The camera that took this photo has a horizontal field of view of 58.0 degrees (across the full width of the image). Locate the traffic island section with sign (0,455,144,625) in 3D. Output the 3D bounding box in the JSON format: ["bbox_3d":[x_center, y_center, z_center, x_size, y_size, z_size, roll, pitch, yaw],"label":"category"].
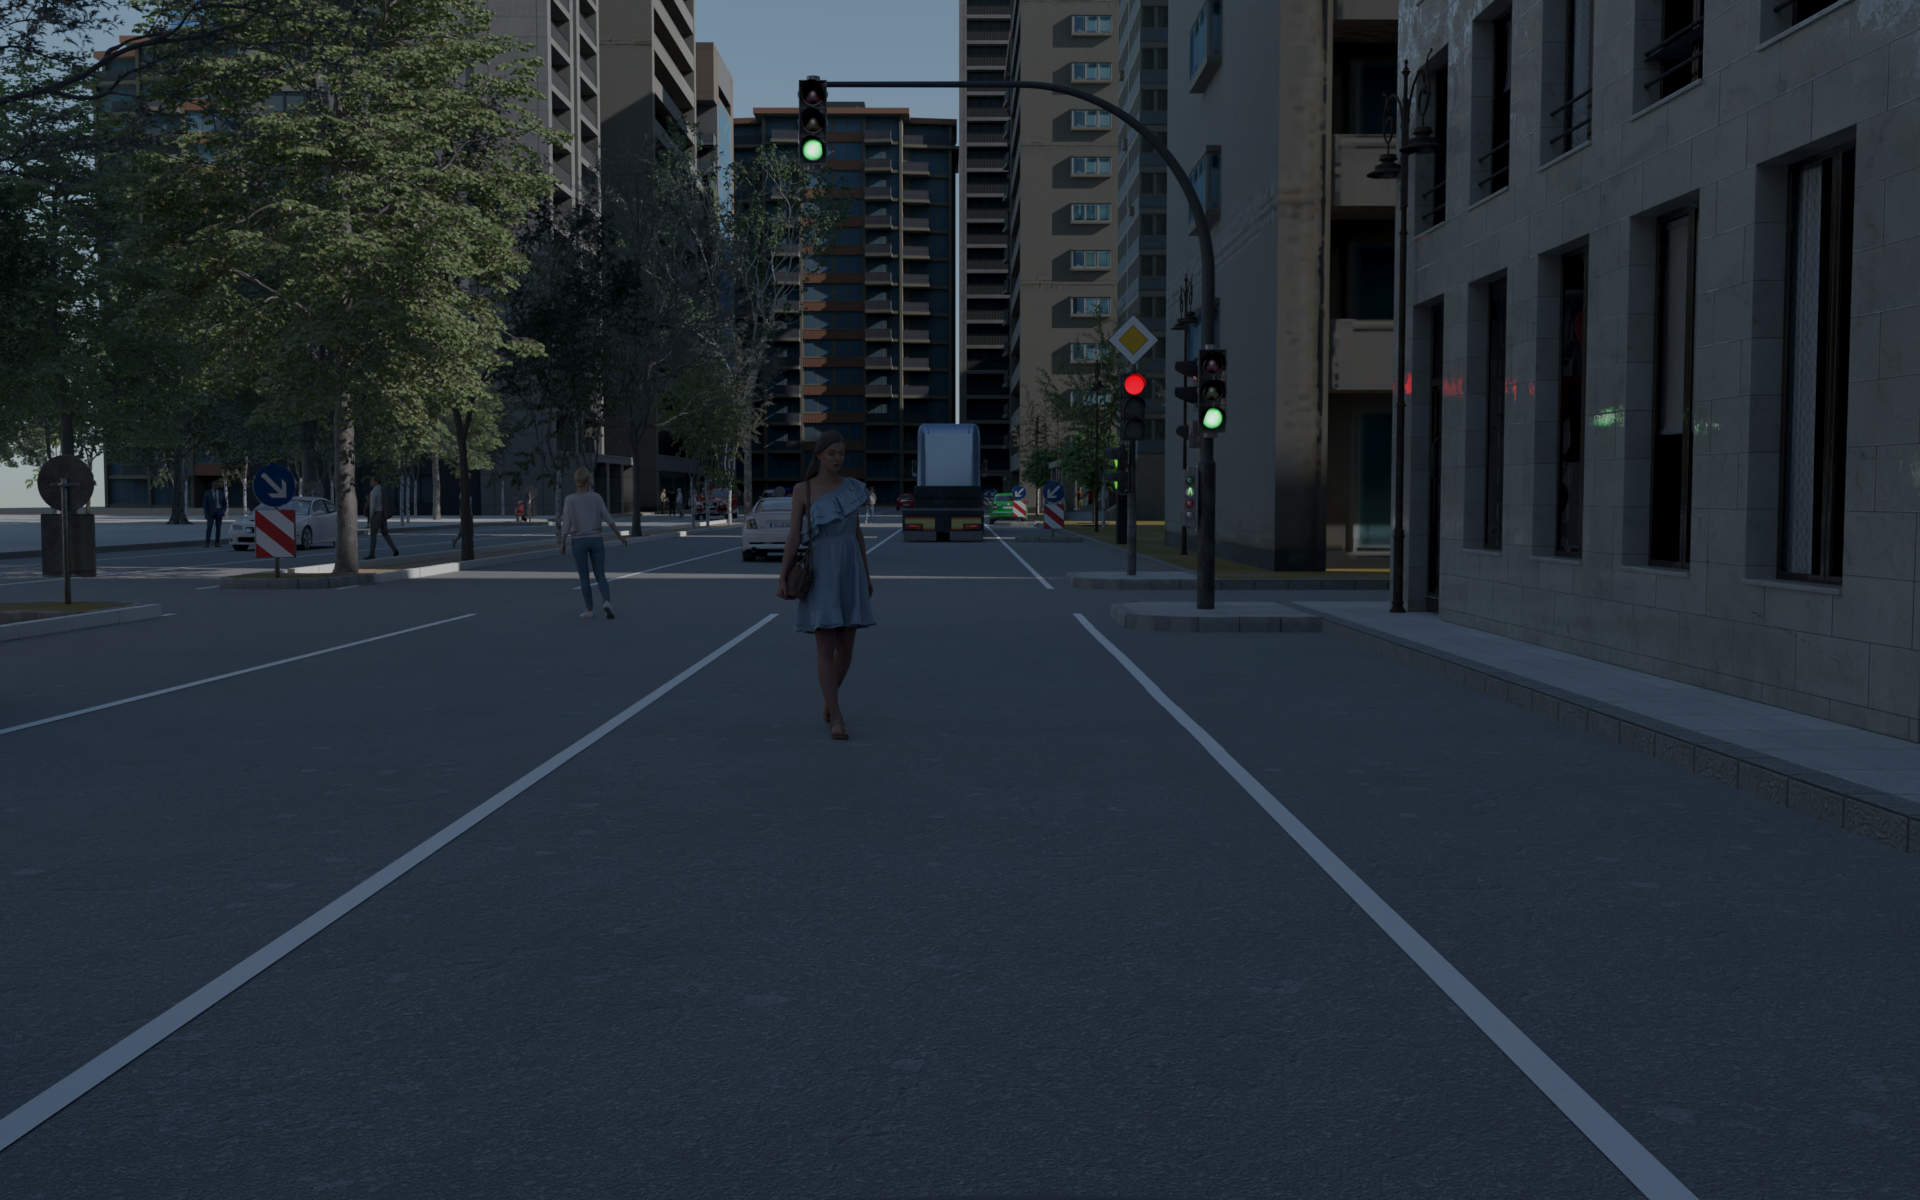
[{"bbox_3d":[-10.406,-0.700,19.579,2.006,1.907,1.989,0,4,0],"label":"traffic island section with sign"}]

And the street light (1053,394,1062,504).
[{"bbox_3d":[4.543,-6.569,80.193,0.468,5.910,1.993,0,4,0],"label":"street light"}]

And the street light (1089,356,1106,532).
[{"bbox_3d":[4.614,-5.232,58.327,0.468,5.910,1.993,0,4,0],"label":"street light"}]

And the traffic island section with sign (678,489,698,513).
[{"bbox_3d":[-19.936,-7.385,129.369,1.989,1.847,2.006,0,4,0],"label":"traffic island section with sign"}]

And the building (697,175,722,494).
[{"bbox_3d":[-28.908,-23.252,151.865,14.160,30.474,14.107,0,4,0],"label":"building"}]

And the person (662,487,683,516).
[{"bbox_3d":[-18.941,-6.474,113.975,1.348,1.869,0.705,0,4,-7],"label":"person"}]

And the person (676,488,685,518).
[{"bbox_3d":[-16.546,-5.720,102.502,0.515,1.767,0.782,0,4,-7],"label":"person"}]

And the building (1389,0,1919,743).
[{"bbox_3d":[10.097,-9.537,10.674,10.420,20.320,16.860,0,4,0],"label":"building"}]

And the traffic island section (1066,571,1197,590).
[{"bbox_3d":[2.733,-0.311,27.371,2.009,0.180,2.903,0,4,0],"label":"traffic island section"}]

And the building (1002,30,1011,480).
[{"bbox_3d":[15.255,-31.129,163.580,22.147,44.769,28.867,0,4,0],"label":"building"}]

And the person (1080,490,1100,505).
[{"bbox_3d":[8.044,-6.151,106.557,1.348,1.831,0.705,2,4,26],"label":"person"}]

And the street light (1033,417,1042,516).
[{"bbox_3d":[4.540,-7.907,102.059,0.468,5.910,1.993,0,4,0],"label":"street light"}]

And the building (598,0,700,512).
[{"bbox_3d":[-32.474,-31.179,133.480,21.300,48.544,21.600,0,4,0],"label":"building"}]

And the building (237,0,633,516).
[{"bbox_3d":[-32.189,-41.164,111.279,20.563,71.187,20.611,0,4,0],"label":"building"}]

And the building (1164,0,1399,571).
[{"bbox_3d":[15.671,-25.333,37.894,21.600,48.544,21.300,0,4,0],"label":"building"}]

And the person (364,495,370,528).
[{"bbox_3d":[-22.280,-3.339,65.309,0.362,1.253,0.373,1,4,12],"label":"person"}]

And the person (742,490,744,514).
[{"bbox_3d":[-15.550,-7.162,125.596,0.705,1.824,1.348,-2,4,-26],"label":"person"}]

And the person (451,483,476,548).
[{"bbox_3d":[-13.113,-2.262,45.703,0.641,1.798,0.478,0,4,-4],"label":"person"}]

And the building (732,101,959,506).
[{"bbox_3d":[-14.558,-33.123,196.186,28.867,44.769,22.147,0,4,0],"label":"building"}]

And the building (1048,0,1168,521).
[{"bbox_3d":[21.083,-24.355,90.090,32.217,40.220,23.993,0,4,0],"label":"building"}]

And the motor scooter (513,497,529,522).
[{"bbox_3d":[-20.599,-4.211,81.622,0.815,1.314,1.986,0,4,0],"label":"motor scooter"}]

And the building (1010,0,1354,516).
[{"bbox_3d":[14.560,-30.528,122.840,21.300,48.544,21.600,0,4,0],"label":"building"}]

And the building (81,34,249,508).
[{"bbox_3d":[-66.255,-31.354,167.260,28.867,44.769,22.147,0,4,0],"label":"building"}]

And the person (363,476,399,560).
[{"bbox_3d":[-12.628,-1.785,37.783,0.850,1.850,0.679,1,4,16],"label":"person"}]

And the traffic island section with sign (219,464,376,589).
[{"bbox_3d":[-10.422,-1.153,26.987,2.006,1.907,1.989,0,4,0],"label":"traffic island section with sign"}]

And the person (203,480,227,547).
[{"bbox_3d":[-20.145,-2.330,46.771,0.721,1.800,0.419,-3,5,-42],"label":"person"}]

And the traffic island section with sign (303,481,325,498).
[{"bbox_3d":[-19.683,-2.672,52.316,1.989,1.847,2.006,0,4,0],"label":"traffic island section with sign"}]

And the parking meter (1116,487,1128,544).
[{"bbox_3d":[4.146,-2.365,44.380,0.255,1.863,0.399,0,4,-4],"label":"parking meter"}]

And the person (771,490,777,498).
[{"bbox_3d":[-13.282,-6.976,123.292,0.721,1.736,1.217,1,4,20],"label":"person"}]

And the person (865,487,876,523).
[{"bbox_3d":[-4.367,-4.624,84.452,0.623,1.781,0.721,0,4,5],"label":"person"}]

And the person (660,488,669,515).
[{"bbox_3d":[-20.313,-6.747,118.831,0.705,1.823,1.348,1,4,8],"label":"person"}]

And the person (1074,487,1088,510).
[{"bbox_3d":[7.808,-6.443,111.906,1.217,1.766,0.721,-3,5,-43],"label":"person"}]

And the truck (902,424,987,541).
[{"bbox_3d":[-0.457,-4.328,60.518,2.967,4.110,18.799,0,4,0],"label":"truck"}]

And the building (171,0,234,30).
[{"bbox_3d":[-73.671,-53.879,193.592,31.000,86.520,22.319,0,4,0],"label":"building"}]

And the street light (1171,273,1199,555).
[{"bbox_3d":[4.739,-3.894,36.462,0.468,5.910,1.993,0,4,0],"label":"street light"}]

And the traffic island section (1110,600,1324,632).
[{"bbox_3d":[2.760,0.177,19.386,2.009,0.180,2.903,0,4,0],"label":"traffic island section"}]

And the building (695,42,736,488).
[{"bbox_3d":[-30.086,-31.786,169.814,14.200,45.320,14.600,0,4,0],"label":"building"}]

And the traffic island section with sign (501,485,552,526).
[{"bbox_3d":[-19.765,-4.321,79.271,1.989,1.847,2.006,0,4,0],"label":"traffic island section with sign"}]

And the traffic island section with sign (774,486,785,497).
[{"bbox_3d":[-10.691,-5.749,102.125,2.006,1.907,1.989,0,4,0],"label":"traffic island section with sign"}]

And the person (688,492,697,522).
[{"bbox_3d":[-13.494,-4.695,87.867,0.503,1.515,0.523,2,4,35],"label":"person"}]

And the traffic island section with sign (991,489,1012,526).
[{"bbox_3d":[2.564,-4.300,78.925,1.989,1.847,2.006,0,4,0],"label":"traffic island section with sign"}]

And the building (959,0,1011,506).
[{"bbox_3d":[10.183,-46.269,194.744,20.611,71.187,20.563,0,4,0],"label":"building"}]

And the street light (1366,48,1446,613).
[{"bbox_3d":[4.742,-2.801,18.584,0.468,5.910,1.993,0,4,0],"label":"street light"}]

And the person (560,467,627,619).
[{"bbox_3d":[-4.166,-0.657,19.920,0.731,1.740,0.598,-3,4,-37],"label":"person"}]

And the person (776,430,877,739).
[{"bbox_3d":[-0.811,-0.109,10.385,0.616,1.811,0.778,-1,4,-15],"label":"person"}]

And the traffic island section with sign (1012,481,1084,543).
[{"bbox_3d":[2.658,-2.651,51.970,1.989,1.847,2.006,0,4,0],"label":"traffic island section with sign"}]
